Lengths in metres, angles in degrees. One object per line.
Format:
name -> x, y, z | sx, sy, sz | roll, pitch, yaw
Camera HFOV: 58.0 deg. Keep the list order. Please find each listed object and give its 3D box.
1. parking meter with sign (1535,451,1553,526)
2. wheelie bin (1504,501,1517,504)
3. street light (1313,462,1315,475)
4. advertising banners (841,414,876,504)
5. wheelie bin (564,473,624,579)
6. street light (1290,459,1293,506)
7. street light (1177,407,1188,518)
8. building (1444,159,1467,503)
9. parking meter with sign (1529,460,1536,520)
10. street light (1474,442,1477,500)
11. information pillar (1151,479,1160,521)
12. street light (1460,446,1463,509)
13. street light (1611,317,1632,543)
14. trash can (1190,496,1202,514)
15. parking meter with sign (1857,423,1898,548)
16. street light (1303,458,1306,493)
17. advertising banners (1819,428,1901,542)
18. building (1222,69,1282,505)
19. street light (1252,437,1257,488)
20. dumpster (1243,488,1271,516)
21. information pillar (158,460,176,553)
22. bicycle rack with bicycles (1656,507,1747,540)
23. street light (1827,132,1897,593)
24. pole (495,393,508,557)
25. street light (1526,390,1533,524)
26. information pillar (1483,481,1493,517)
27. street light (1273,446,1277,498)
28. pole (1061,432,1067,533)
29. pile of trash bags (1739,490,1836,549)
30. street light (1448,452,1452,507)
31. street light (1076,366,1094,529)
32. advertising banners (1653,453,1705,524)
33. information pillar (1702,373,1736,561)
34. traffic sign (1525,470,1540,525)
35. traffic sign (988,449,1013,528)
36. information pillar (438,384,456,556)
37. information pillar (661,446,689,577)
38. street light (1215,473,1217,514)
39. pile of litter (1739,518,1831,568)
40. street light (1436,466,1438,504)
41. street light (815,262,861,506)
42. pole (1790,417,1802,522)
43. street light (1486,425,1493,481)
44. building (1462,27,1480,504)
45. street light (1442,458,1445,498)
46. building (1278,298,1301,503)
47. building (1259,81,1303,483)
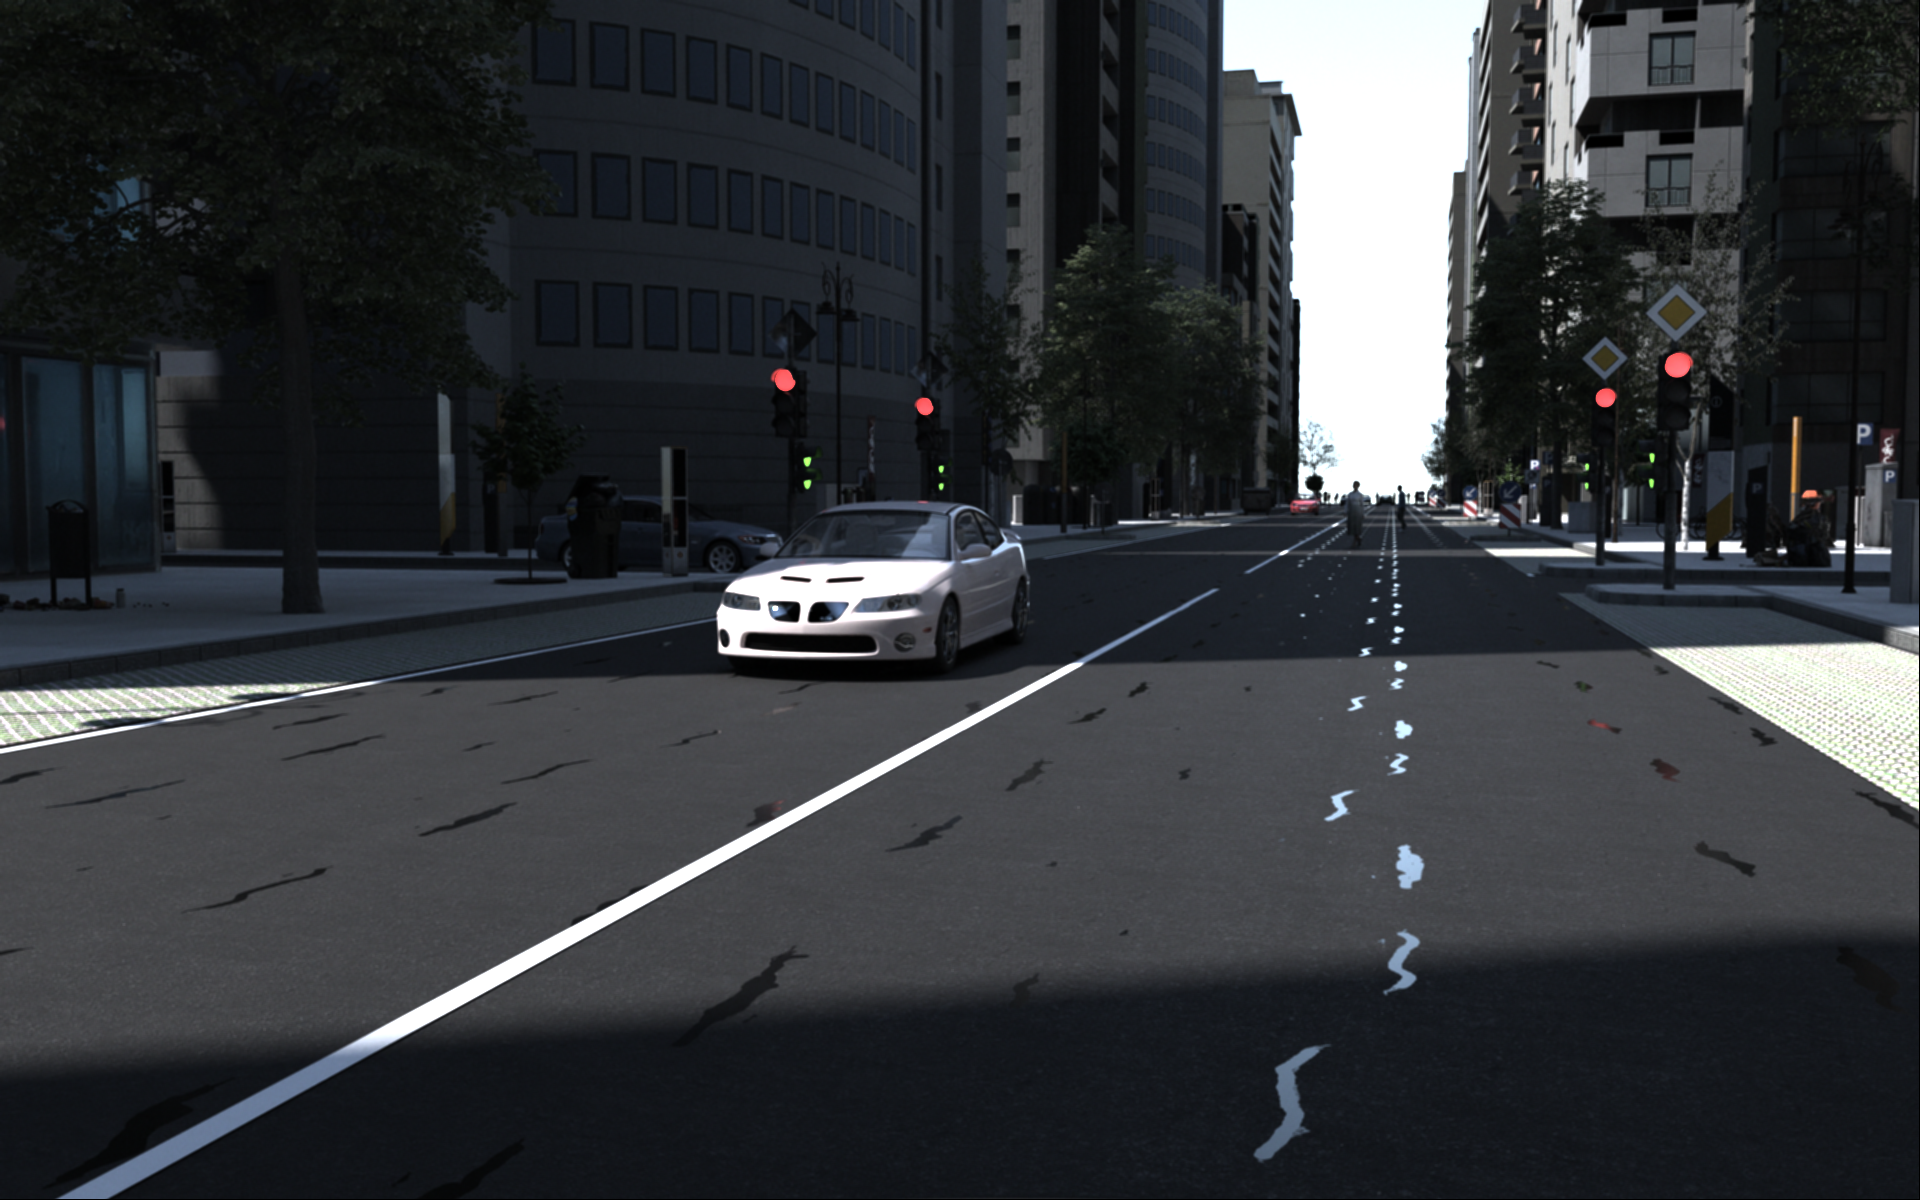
parking meter with sign -> 23.606, -4.486, 69.612 | 0.543, 3.016, 1.738 | 2, 4, 23
wheelie bin -> 32.813, -5.824, 103.134 | 0.980, 1.594, 0.693 | -3, 5, -44
street light -> 50.447, -16.755, 246.734 | 0.468, 5.910, 1.993 | 1, 4, 14
advertising banners -> -2.167, -2.532, 37.584 | 0.090, 3.025, 2.074 | 1, 4, 17
wheelie bin -> -5.544, -1.132, 26.420 | 0.693, 1.594, 0.980 | 2, 4, 30
street light -> 36.266, -13.271, 189.763 | 0.468, 5.910, 1.993 | 1, 4, 14
street light -> 11.692, -7.238, 91.124 | 0.468, 5.910, 1.993 | 1, 4, 14
building -> 79.915, -37.950, 244.186 | 21.300, 48.544, 21.600 | 1, 4, 14
parking meter with sign -> 28.904, -5.575, 87.412 | 0.543, 3.016, 1.738 | 2, 4, 23
street light -> 35.885, -9.022, 120.298 | 0.468, 5.910, 1.993 | 1, 4, 14
information pillar -> 9.231, -4.734, 81.900 | 0.304, 2.012, 0.304 | 3, 5, 45
street light -> 43.132, -10.770, 148.871 | 0.468, 5.910, 1.993 | 1, 4, 14
street light -> 17.187, -4.433, 45.274 | 0.468, 5.910, 1.993 | 1, 4, 14
trash can -> 14.442, -5.758, 105.797 | 0.748, 1.137, 0.748 | 0, 3, 0
parking meter with sign -> 22.143, -2.777, 41.665 | 0.543, 3.016, 1.738 | 0, 4, -4
street light -> 43.373, -15.005, 218.115 | 0.468, 5.910, 1.993 | 1, 4, 14
advertising banners -> 23.785, -3.041, 45.911 | 2.074, 3.025, 0.090 | 0, 4, 8
building -> 26.199, -35.473, 203.687 | 21.300, 48.544, 21.600 | 1, 4, 14
street light -> 23.154, -10.045, 137.019 | 0.468, 5.910, 1.993 | 1, 4, 14
dumpster -> 19.669, -6.517, 114.760 | 1.865, 1.857, 1.264 | 1, 4, 14
information pillar -> -17.215, -2.020, 37.524 | 0.304, 2.012, 0.304 | 3, 5, 43
bicycle rack with bicycles -> 21.428, -2.179, 49.012 | 2.925, 0.926, 2.852 | 2, 4, 30
street light -> 11.540, -3.029, 22.308 | 0.468, 5.910, 1.993 | 1, 4, 14
pole -> -9.317, -2.528, 35.183 | 0.158, 3.312, 0.155 | 0, 3, 0
street light -> 24.240, -6.174, 73.738 | 0.468, 5.910, 1.993 | 1, 4, 14
information pillar -> 30.458, -5.849, 100.130 | 0.304, 2.012, 0.304 | 2, 4, 29
street light -> 30.106, -11.783, 165.436 | 0.468, 5.910, 1.993 | 1, 4, 14
pole -> 3.408, -3.854, 56.852 | 0.158, 3.312, 0.155 | 0, 3, 0
pile of trash bags -> 20.186, -1.963, 41.850 | 1.912, 1.369, 3.447 | 3, 5, 39
street light -> 50.131, -12.508, 177.294 | 0.468, 5.910, 1.993 | 1, 4, 14
street light -> 4.518, -5.494, 62.620 | 0.468, 5.910, 1.993 | 1, 4, 14
advertising banners -> 31.072, -4.809, 74.809 | 2.074, 3.025, 0.090 | 0, 4, 7
information pillar -> 14.661, -2.572, 33.413 | 0.183, 3.616, 0.504 | -3, 5, -41
traffic sign -> 23.672, -4.256, 71.718 | 0.606, 2.300, 0.079 | 1, 4, 15
traffic sign -> 1.120, -2.970, 48.668 | 0.768, 2.556, 0.104 | 1, 4, 23
information pillar -> -10.675, -2.731, 36.002 | 0.504, 3.616, 0.183 | 3, 5, 43
information pillar -> -4.434, -1.373, 26.935 | 0.304, 2.012, 0.304 | -3, 5, -40
street light -> 16.097, -8.326, 108.914 | 0.468, 5.910, 1.993 | 1, 4, 14
pile of litter -> 14.608, -1.018, 30.610 | 1.719, 0.858, 1.176 | 0, 4, 3
street light -> 62.615, -15.558, 227.153 | 0.468, 5.910, 1.993 | 1, 4, 14
street light -> -2.426, -3.782, 34.623 | 0.468, 5.910, 1.993 | 1, 4, 14
pole -> 22.083, -3.175, 45.759 | 0.158, 3.312, 0.155 | 0, 3, 0
street light -> 31.374, -7.932, 102.478 | 0.468, 5.910, 1.993 | 1, 4, 14
building -> 74.660, -41.382, 218.586 | 21.231, 58.520, 28.212 | 1, 4, 14
street light -> 55.602, -13.846, 199.174 | 0.468, 5.910, 1.993 | 1, 4, 14
building -> 41.102, -29.104, 247.549 | 14.160, 30.474, 14.107 | 1, 4, 14
building -> 29.683, -39.087, 228.313 | 28.713, 52.752, 27.495 | 1, 4, 14
